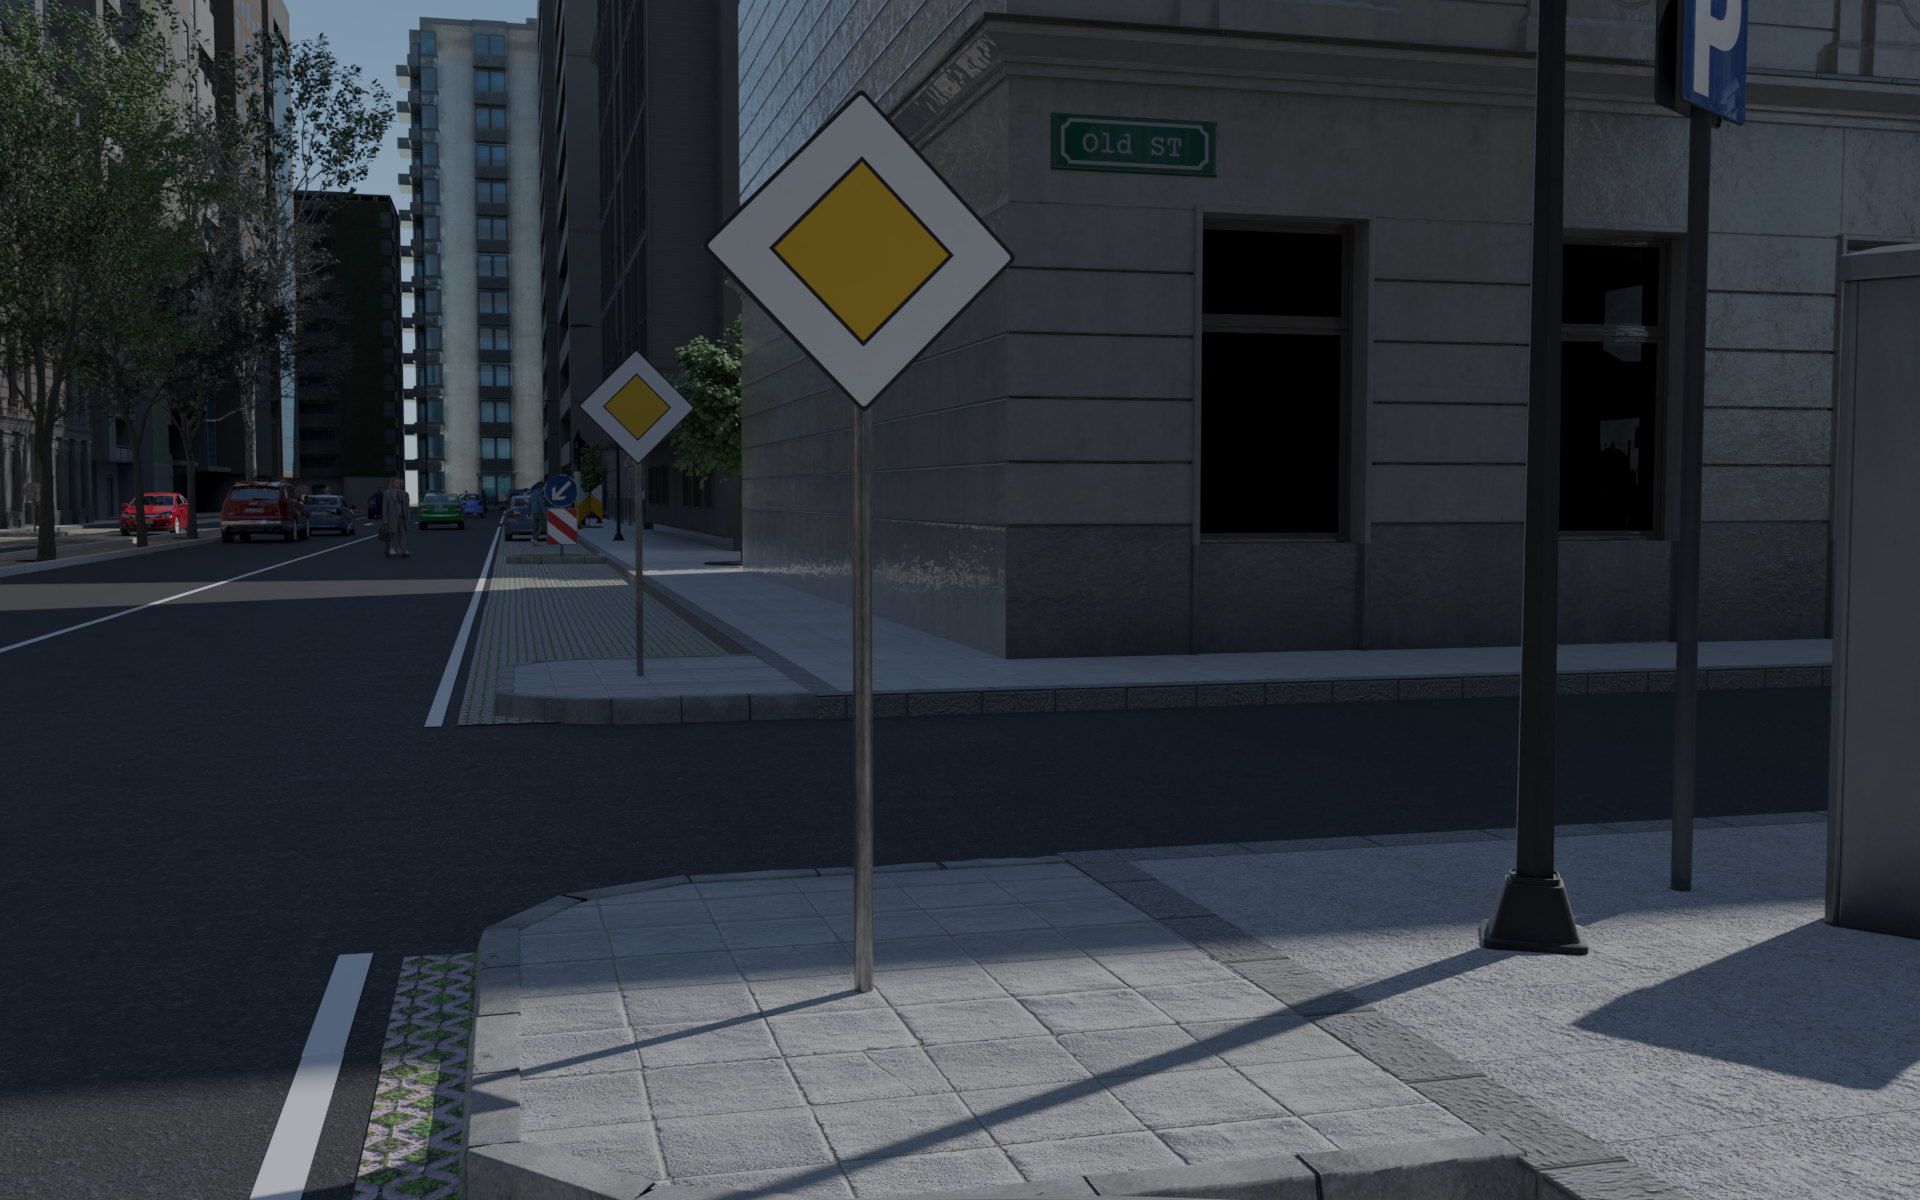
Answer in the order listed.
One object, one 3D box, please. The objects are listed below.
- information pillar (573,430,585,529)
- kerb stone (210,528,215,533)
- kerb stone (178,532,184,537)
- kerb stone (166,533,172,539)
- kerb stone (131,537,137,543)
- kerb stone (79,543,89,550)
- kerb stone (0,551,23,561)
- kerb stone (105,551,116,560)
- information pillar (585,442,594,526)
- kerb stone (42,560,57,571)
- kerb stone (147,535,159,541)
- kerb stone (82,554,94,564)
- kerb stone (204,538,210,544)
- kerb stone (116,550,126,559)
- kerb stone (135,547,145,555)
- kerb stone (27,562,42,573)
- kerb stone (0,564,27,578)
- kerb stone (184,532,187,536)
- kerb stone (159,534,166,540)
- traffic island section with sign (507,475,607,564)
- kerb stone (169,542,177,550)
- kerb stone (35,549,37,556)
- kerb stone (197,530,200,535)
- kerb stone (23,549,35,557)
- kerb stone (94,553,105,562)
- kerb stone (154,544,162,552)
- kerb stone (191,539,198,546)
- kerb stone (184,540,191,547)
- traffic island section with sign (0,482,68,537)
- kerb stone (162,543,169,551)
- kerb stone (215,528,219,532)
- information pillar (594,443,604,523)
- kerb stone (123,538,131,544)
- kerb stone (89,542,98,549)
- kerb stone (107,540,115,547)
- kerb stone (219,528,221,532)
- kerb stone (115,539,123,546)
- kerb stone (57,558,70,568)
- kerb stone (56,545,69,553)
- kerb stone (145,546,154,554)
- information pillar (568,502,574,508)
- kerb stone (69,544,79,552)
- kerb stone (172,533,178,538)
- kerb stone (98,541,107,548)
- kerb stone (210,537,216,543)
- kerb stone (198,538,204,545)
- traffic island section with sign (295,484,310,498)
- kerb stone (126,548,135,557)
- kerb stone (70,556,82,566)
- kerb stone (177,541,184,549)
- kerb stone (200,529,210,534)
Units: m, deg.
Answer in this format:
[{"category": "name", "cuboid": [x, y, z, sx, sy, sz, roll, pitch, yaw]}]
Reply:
[{"category": "information pillar", "cuboid": [-14.004, -4.405, 63.373, 0.183, 3.616, 0.504, -2, 4, -31]}, {"category": "kerb stone", "cuboid": [-27.318, -2.492, 62.936, 0.120, 0.150, 1.000, -1, 4, -14]}, {"category": "kerb stone", "cuboid": [-25.776, -2.125, 56.978, 0.120, 0.150, 1.000, -1, 4, -14]}, {"category": "kerb stone", "cuboid": [-25.259, -2.006, 54.993, 0.120, 0.150, 1.000, -1, 4, -14]}, {"category": "kerb stone", "cuboid": [-23.974, -1.702, 50.031, 0.120, 0.150, 1.000, -1, 4, -14]}, {"category": "kerb stone", "cuboid": [-22.431, -1.339, 44.085, 0.120, 0.150, 1.000, -1, 4, -14]}, {"category": "kerb stone", "cuboid": [-20.890, -0.972, 38.138, 0.120, 0.150, 1.000, -1, 4, -14]}, {"category": "kerb stone", "cuboid": [-18.590, -0.944, 37.667, 0.120, 0.150, 1.000, -1, 4, -14]}, {"category": "information pillar", "cuboid": [-15.191, -4.814, 70.070, 0.504, 3.616, 0.183, -3, 5, -40]}, {"category": "kerb stone", "cuboid": [-17.305, -0.643, 32.709, 0.120, 0.150, 1.000, -1, 4, -14]}, {"category": "kerb stone", "cuboid": [-24.741, -1.883, 53.001, 0.120, 0.150, 1.000, -1, 4, -14]}, {"category": "kerb stone", "cuboid": [-18.077, -0.825, 35.677, 0.120, 0.150, 1.000, -1, 4, -14]}, {"category": "kerb stone", "cuboid": [-21.690, -1.675, 49.583, 0.120, 0.150, 1.000, -1, 4, -14]}, {"category": "kerb stone", "cuboid": [-18.851, -1.004, 38.662, 0.120, 0.150, 1.000, -1, 4, -14]}, {"category": "kerb stone", "cuboid": [-19.366, -1.128, 40.645, 0.120, 0.150, 1.000, -1, 4, -14]}, {"category": "kerb stone", "cuboid": [-17.053, -0.582, 31.718, 0.120, 0.150, 1.000, -1, 4, -14]}, {"category": "kerb stone", "cuboid": [-16.796, -0.522, 30.725, 0.120, 0.150, 1.000, -1, 4, -14]}, {"category": "kerb stone", "cuboid": [-26.042, -2.188, 57.973, 0.120, 0.150, 1.000, -1, 4, -14]}, {"category": "kerb stone", "cuboid": [-25.002, -1.943, 53.990, 0.120, 0.150, 1.000, -1, 4, -14]}, {"category": "traffic island section with sign", "cuboid": [-8.419, -1.677, 36.042, 1.989, 1.847, 2.006, -1, 4, -14]}, {"category": "kerb stone", "cuboid": [-20.406, -1.371, 44.618, 0.120, 0.150, 1.000, -1, 4, -14]}, {"category": "kerb stone", "cuboid": [-21.397, -1.096, 40.120, 0.120, 0.150, 1.000, -1, 4, -14]}, {"category": "kerb stone", "cuboid": [-26.548, -2.310, 59.963, 0.120, 0.150, 1.000, -1, 4, -14]}, {"category": "kerb stone", "cuboid": [-21.147, -1.036, 39.128, 0.120, 0.150, 1.000, -1, 4, -14]}, {"category": "kerb stone", "cuboid": [-18.333, -0.883, 36.677, 0.120, 0.150, 1.000, -1, 4, -14]}, {"category": "kerb stone", "cuboid": [-19.882, -1.250, 42.631, 0.120, 0.150, 1.000, -1, 4, -14]}, {"category": "kerb stone", "cuboid": [-21.168, -1.552, 47.605, 0.120, 0.150, 1.000, -1, 4, -14]}, {"category": "kerb stone", "cuboid": [-20.910, -1.490, 46.616, 0.120, 0.150, 1.000, -1, 4, -14]}, {"category": "traffic island section with sign", "cuboid": [-31.288, -3.044, 58.393, 1.989, 1.847, 2.006, -1, 4, -14]}, {"category": "kerb stone", "cuboid": [-20.147, -1.311, 43.629, 0.120, 0.150, 1.000, -1, 4, -14]}, {"category": "kerb stone", "cuboid": [-27.578, -2.552, 63.927, 0.120, 0.150, 1.000, -1, 4, -14]}, {"category": "information pillar", "cuboid": [-15.883, -5.163, 75.768, 0.504, 3.616, 0.183, 0, 4, 3]}, {"category": "kerb stone", "cuboid": [-23.712, -1.642, 49.042, 0.120, 0.150, 1.000, -1, 4, -14]}, {"category": "kerb stone", "cuboid": [-22.688, -1.391, 45.075, 0.120, 0.150, 1.000, -1, 4, -14]}, {"category": "kerb stone", "cuboid": [-23.201, -1.521, 47.062, 0.120, 0.150, 1.000, -1, 4, -14]}, {"category": "kerb stone", "cuboid": [-27.830, -2.614, 64.929, 0.120, 0.150, 1.000, -1, 4, -14]}, {"category": "kerb stone", "cuboid": [-23.456, -1.581, 48.052, 0.120, 0.150, 1.000, -1, 4, -14]}, {"category": "kerb stone", "cuboid": [-17.565, -0.704, 33.698, 0.120, 0.150, 1.000, -1, 4, -14]}, {"category": "kerb stone", "cuboid": [-21.915, -1.217, 42.098, 0.120, 0.150, 1.000, -1, 4, -14]}, {"category": "kerb stone", "cuboid": [-19.617, -1.189, 41.644, 0.120, 0.150, 1.000, -1, 4, -14]}, {"category": "information pillar", "cuboid": [-15.890, -4.074, 71.102, 0.304, 2.012, 0.304, -2, 4, -29]}, {"category": "kerb stone", "cuboid": [-22.173, -1.276, 43.095, 0.120, 0.150, 1.000, -1, 4, -14]}, {"category": "kerb stone", "cuboid": [-25.518, -2.067, 55.989, 0.120, 0.150, 1.000, -1, 4, -14]}, {"category": "kerb stone", "cuboid": [-22.943, -1.453, 46.073, 0.120, 0.150, 1.000, -1, 4, -14]}, {"category": "kerb stone", "cuboid": [-21.940, -1.736, 50.576, 0.120, 0.150, 1.000, -1, 4, -14]}, {"category": "kerb stone", "cuboid": [-21.431, -1.615, 48.593, 0.120, 0.150, 1.000, -1, 4, -14]}, {"category": "traffic island section with sign", "cuboid": [-31.191, -4.518, 82.012, 2.006, 1.907, 1.989, -1, 4, -14]}, {"category": "kerb stone", "cuboid": [-19.115, -1.068, 39.654, 0.120, 0.150, 1.000, -1, 4, -14]}, {"category": "kerb stone", "cuboid": [-17.829, -0.764, 34.685, 0.120, 0.150, 1.000, -1, 4, -14]}, {"category": "kerb stone", "cuboid": [-20.665, -1.432, 45.623, 0.120, 0.150, 1.000, -1, 4, -14]}, {"category": "kerb stone", "cuboid": [-27.068, -2.425, 61.945, 0.120, 0.150, 1.000, -1, 4, -14]}]
